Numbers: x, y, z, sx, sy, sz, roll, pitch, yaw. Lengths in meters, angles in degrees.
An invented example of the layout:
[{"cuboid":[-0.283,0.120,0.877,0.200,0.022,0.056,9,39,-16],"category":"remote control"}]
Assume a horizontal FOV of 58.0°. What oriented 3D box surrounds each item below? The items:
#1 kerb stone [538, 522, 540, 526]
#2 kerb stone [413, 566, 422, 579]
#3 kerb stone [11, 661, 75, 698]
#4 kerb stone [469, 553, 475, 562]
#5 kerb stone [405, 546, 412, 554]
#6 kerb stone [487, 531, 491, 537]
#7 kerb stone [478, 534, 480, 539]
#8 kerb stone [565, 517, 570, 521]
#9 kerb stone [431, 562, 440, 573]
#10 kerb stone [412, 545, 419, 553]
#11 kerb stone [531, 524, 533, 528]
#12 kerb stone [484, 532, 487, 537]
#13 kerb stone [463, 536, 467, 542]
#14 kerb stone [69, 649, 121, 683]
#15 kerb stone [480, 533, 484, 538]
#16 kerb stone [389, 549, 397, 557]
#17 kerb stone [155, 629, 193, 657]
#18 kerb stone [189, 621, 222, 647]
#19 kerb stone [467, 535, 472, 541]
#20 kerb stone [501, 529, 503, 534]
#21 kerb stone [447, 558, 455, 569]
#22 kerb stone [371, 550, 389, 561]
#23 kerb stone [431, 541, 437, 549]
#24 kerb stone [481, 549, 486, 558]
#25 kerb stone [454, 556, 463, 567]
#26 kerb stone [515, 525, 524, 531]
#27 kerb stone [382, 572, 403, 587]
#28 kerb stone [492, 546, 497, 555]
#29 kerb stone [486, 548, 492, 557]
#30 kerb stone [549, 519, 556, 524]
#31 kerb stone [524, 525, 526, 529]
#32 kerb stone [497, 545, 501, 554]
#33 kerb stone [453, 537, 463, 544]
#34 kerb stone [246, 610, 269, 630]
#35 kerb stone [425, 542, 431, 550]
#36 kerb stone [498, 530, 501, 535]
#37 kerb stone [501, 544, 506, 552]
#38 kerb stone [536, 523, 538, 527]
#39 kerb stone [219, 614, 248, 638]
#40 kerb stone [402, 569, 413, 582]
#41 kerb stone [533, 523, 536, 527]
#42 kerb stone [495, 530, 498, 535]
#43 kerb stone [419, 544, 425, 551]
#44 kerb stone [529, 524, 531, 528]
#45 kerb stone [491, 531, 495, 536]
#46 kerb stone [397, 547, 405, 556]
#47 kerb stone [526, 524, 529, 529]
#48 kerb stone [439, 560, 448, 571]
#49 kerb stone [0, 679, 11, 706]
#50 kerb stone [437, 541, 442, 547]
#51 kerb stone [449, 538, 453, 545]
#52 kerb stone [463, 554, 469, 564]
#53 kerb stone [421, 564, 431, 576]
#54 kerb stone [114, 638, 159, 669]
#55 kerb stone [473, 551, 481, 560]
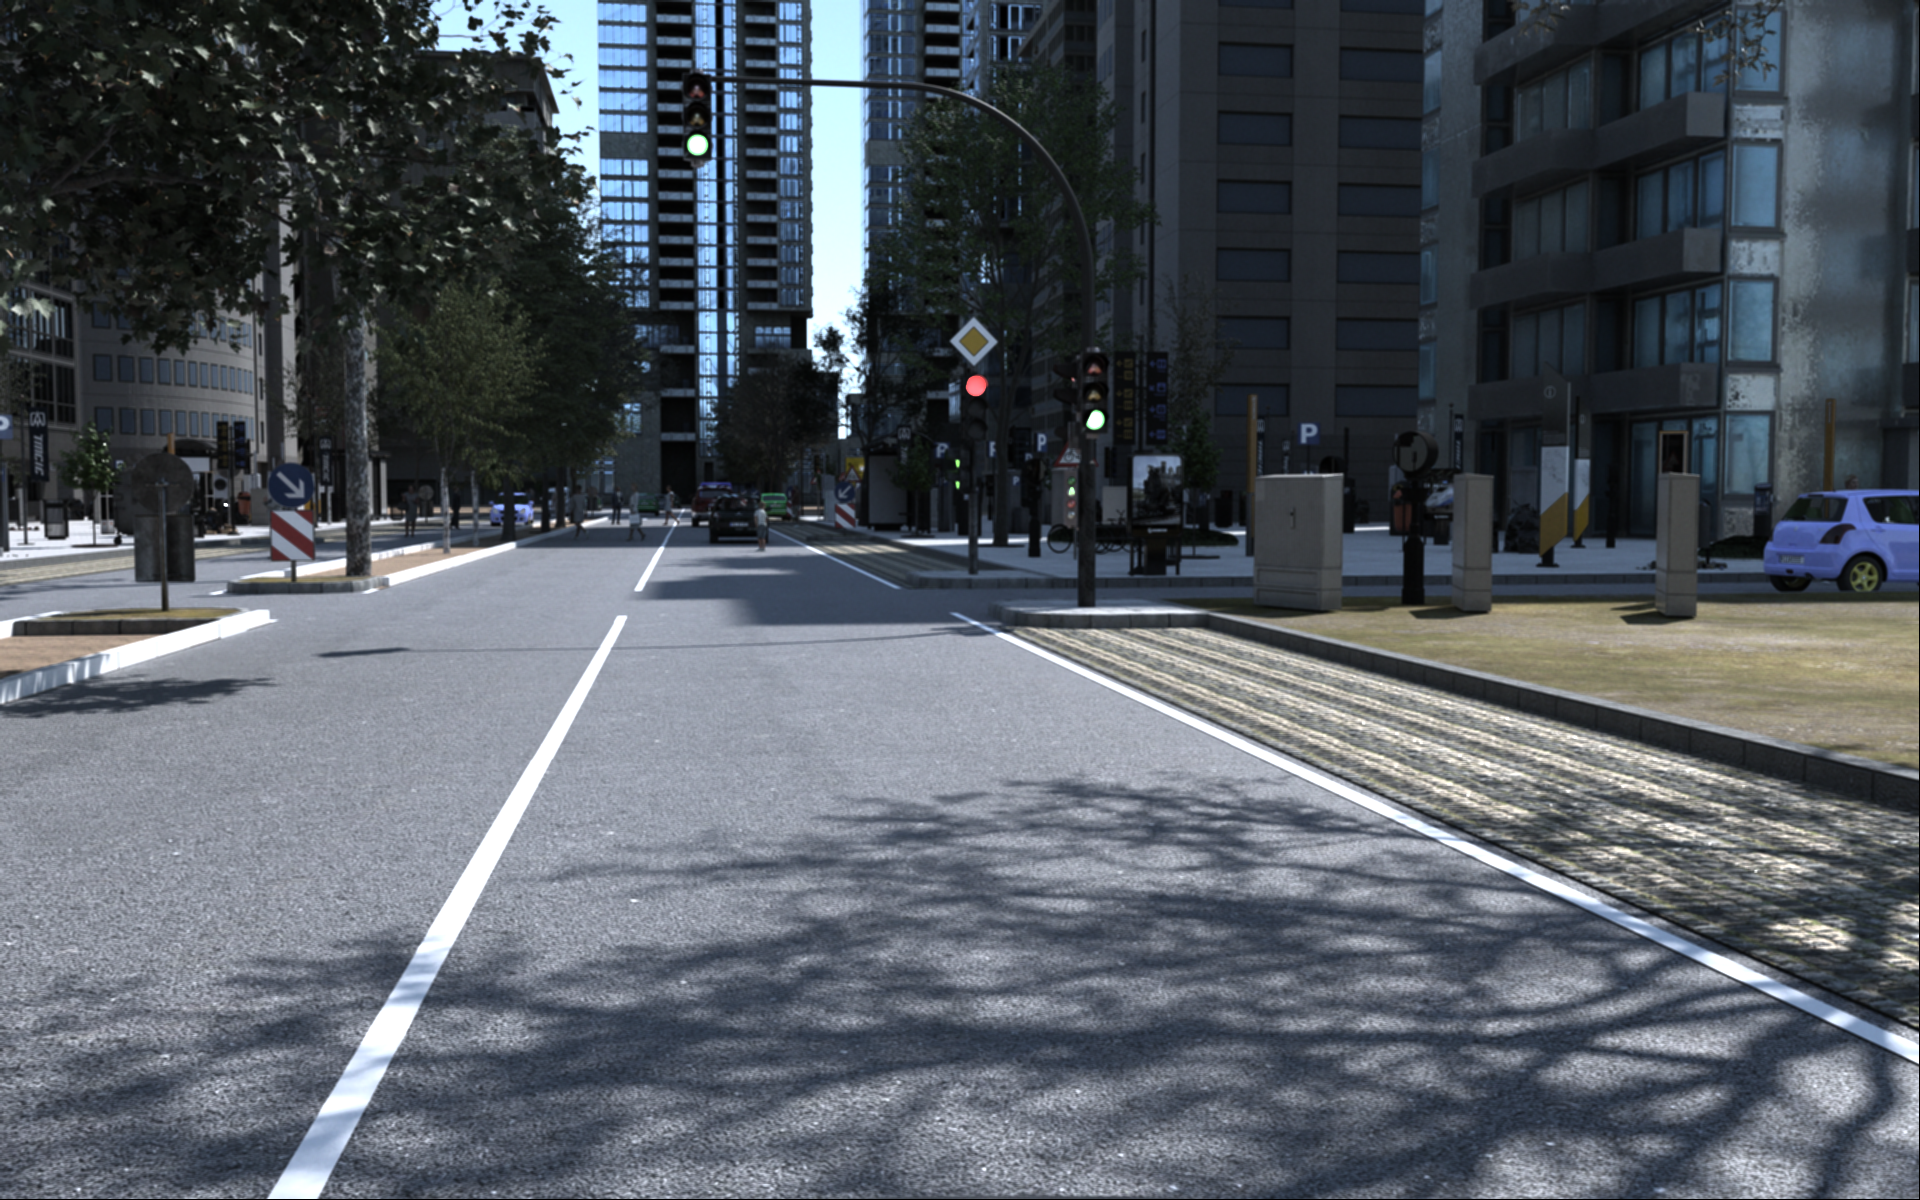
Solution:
[{"cuboid":[-18.563,-3.267,75.607,0.120,0.150,1.000,-1,4,-9],"category":"kerb stone"},{"cuboid":[-9.285,-0.434,29.313,0.120,0.150,1.000,-1,4,-9],"category":"kerb stone"},{"cuboid":[-6.700,0.587,12.605,0.120,0.150,1.000,-1,4,-9],"category":"kerb stone"},{"cuboid":[-10.378,-0.861,36.419,0.120,0.150,1.000,-1,4,-9],"category":"kerb stone"},{"cuboid":[-13.229,-1.158,41.143,0.120,0.150,1.000,-1,4,-9],"category":"kerb stone"},{"cuboid":[-15.740,-2.145,57.367,0.120,0.150,1.000,-1,4,-9],"category":"kerb stone"},{"cuboid":[-15.270,-1.966,54.333,0.120,0.150,1.000,-1,4,-9],"category":"kerb stone"},{"cuboid":[-21.843,-4.569,96.897,0.120,0.150,1.000,-1,4,-9],"category":"kerb stone"},{"cuboid":[-9.600,-0.560,31.356,0.120,0.150,1.000,-1,4,-9],"category":"kerb stone"},{"cuboid":[-13.380,-1.221,42.162,0.120,0.150,1.000,-1,4,-9],"category":"kerb stone"},{"cuboid":[-18.087,-3.081,72.564,0.120,0.150,1.000,-1,4,-9],"category":"kerb stone"},{"cuboid":[-15.589,-2.085,56.356,0.120,0.150,1.000,-1,4,-9],"category":"kerb stone"},{"cuboid":[-14.801,-1.779,51.280,0.120,0.150,1.000,-1,4,-9],"category":"kerb stone"},{"cuboid":[-6.848,0.525,13.616,0.120,0.150,1.000,-1,4,-9],"category":"kerb stone"},{"cuboid":[-15.430,-2.028,55.346,0.120,0.150,1.000,-1,4,-9],"category":"kerb stone"},{"cuboid":[-12.915,-1.033,39.116,0.120,0.150,1.000,-1,4,-9],"category":"kerb stone"},{"cuboid":[-7.160,0.401,15.640,0.120,0.150,1.000,-1,4,-9],"category":"kerb stone"},{"cuboid":[-7.323,0.342,16.650,0.120,0.150,1.000,-1,4,-9],"category":"kerb stone"},{"cuboid":[-14.951,-1.841,52.299,0.120,0.150,1.000,-1,4,-9],"category":"kerb stone"},{"cuboid":[-16.361,-2.393,61.413,0.120,0.150,1.000,-1,4,-9],"category":"kerb stone"},{"cuboid":[-9.907,-0.684,33.384,0.120,0.150,1.000,-1,4,-9],"category":"kerb stone"},{"cuboid":[-12.759,-0.971,38.106,0.120,0.150,1.000,-1,4,-9],"category":"kerb stone"},{"cuboid":[-13.859,-1.407,45.204,0.120,0.150,1.000,-1,4,-9],"category":"kerb stone"},{"cuboid":[-10.691,-0.993,38.439,0.120,0.150,1.000,-1,4,-9],"category":"kerb stone"},{"cuboid":[-10.058,-0.746,34.398,0.120,0.150,1.000,-1,4,-9],"category":"kerb stone"},{"cuboid":[-17.460,-2.833,68.519,0.120,0.150,1.000,-1,4,-9],"category":"kerb stone"},{"cuboid":[-8.966,-0.311,27.288,0.120,0.150,1.000,-1,4,-9],"category":"kerb stone"},{"cuboid":[-11.002,-1.117,40.460,0.120,0.150,1.000,-1,4,-9],"category":"kerb stone"},{"cuboid":[-10.846,-1.055,39.449,0.120,0.150,1.000,-1,4,-9],"category":"kerb stone"},{"cuboid":[-20.132,-3.882,85.751,0.120,0.150,1.000,-1,4,-9],"category":"kerb stone"},{"cuboid":[-17.620,-2.888,69.530,0.120,0.150,1.000,-1,4,-9],"category":"kerb stone"},{"cuboid":[-11.160,-1.179,41.476,0.120,0.150,1.000,-1,4,-9],"category":"kerb stone"},{"cuboid":[-14.635,-1.716,50.264,0.120,0.150,1.000,-1,4,-9],"category":"kerb stone"},{"cuboid":[-7.631,0.219,18.671,0.120,0.150,1.000,-1,4,-9],"category":"kerb stone"},{"cuboid":[-13.702,-1.345,44.181,0.120,0.150,1.000,-1,4,-9],"category":"kerb stone"},{"cuboid":[-16.213,-2.337,60.401,0.120,0.150,1.000,-1,4,-9],"category":"kerb stone"},{"cuboid":[-11.318,-1.241,42.493,0.120,0.150,1.000,-1,4,-9],"category":"kerb stone"},{"cuboid":[-18.405,-3.205,74.597,0.120,0.150,1.000,-1,4,-9],"category":"kerb stone"},{"cuboid":[-7.474,0.277,17.660,0.120,0.150,1.000,-1,4,-9],"category":"kerb stone"},{"cuboid":[-9.121,-0.373,28.298,0.120,0.150,1.000,-1,4,-9],"category":"kerb stone"},{"cuboid":[-18.244,-3.143,73.587,0.120,0.150,1.000,-1,4,-9],"category":"kerb stone"},{"cuboid":[-16.051,-2.275,59.391,0.120,0.150,1.000,-1,4,-9],"category":"kerb stone"},{"cuboid":[-13.545,-1.283,43.171,0.120,0.150,1.000,-1,4,-9],"category":"kerb stone"},{"cuboid":[-17.936,-3.018,71.553,0.120,0.150,1.000,-1,4,-9],"category":"kerb stone"},{"cuboid":[-15.892,-2.211,58.381,0.120,0.150,1.000,-1,4,-9],"category":"kerb stone"},{"cuboid":[-13.073,-1.097,40.129,0.120,0.150,1.000,-1,4,-9],"category":"kerb stone"},{"cuboid":[-17.772,-2.953,70.542,0.120,0.150,1.000,-1,4,-9],"category":"kerb stone"},{"cuboid":[-9.756,-0.622,32.370,0.120,0.150,1.000,-1,4,-9],"category":"kerb stone"},{"cuboid":[-6.540,0.653,11.596,0.120,0.150,1.000,-1,4,-9],"category":"kerb stone"},{"cuboid":[-14.018,-1.469,46.214,0.120,0.150,1.000,-1,4,-9],"category":"kerb stone"},{"cuboid":[-14.323,-1.590,48.243,0.120,0.150,1.000,-1,4,-9],"category":"kerb stone"},{"cuboid":[-10.221,-0.808,35.408,0.120,0.150,1.000,-1,4,-9],"category":"kerb stone"},{"cuboid":[-9.440,-0.498,30.334,0.120,0.150,1.000,-1,4,-9],"category":"kerb stone"},{"cuboid":[-7.004,0.463,14.630,0.120,0.150,1.000,-1,4,-9],"category":"kerb stone"},{"cuboid":[-10.536,-0.932,37.428,0.120,0.150,1.000,-1,4,-9],"category":"kerb stone"}]
